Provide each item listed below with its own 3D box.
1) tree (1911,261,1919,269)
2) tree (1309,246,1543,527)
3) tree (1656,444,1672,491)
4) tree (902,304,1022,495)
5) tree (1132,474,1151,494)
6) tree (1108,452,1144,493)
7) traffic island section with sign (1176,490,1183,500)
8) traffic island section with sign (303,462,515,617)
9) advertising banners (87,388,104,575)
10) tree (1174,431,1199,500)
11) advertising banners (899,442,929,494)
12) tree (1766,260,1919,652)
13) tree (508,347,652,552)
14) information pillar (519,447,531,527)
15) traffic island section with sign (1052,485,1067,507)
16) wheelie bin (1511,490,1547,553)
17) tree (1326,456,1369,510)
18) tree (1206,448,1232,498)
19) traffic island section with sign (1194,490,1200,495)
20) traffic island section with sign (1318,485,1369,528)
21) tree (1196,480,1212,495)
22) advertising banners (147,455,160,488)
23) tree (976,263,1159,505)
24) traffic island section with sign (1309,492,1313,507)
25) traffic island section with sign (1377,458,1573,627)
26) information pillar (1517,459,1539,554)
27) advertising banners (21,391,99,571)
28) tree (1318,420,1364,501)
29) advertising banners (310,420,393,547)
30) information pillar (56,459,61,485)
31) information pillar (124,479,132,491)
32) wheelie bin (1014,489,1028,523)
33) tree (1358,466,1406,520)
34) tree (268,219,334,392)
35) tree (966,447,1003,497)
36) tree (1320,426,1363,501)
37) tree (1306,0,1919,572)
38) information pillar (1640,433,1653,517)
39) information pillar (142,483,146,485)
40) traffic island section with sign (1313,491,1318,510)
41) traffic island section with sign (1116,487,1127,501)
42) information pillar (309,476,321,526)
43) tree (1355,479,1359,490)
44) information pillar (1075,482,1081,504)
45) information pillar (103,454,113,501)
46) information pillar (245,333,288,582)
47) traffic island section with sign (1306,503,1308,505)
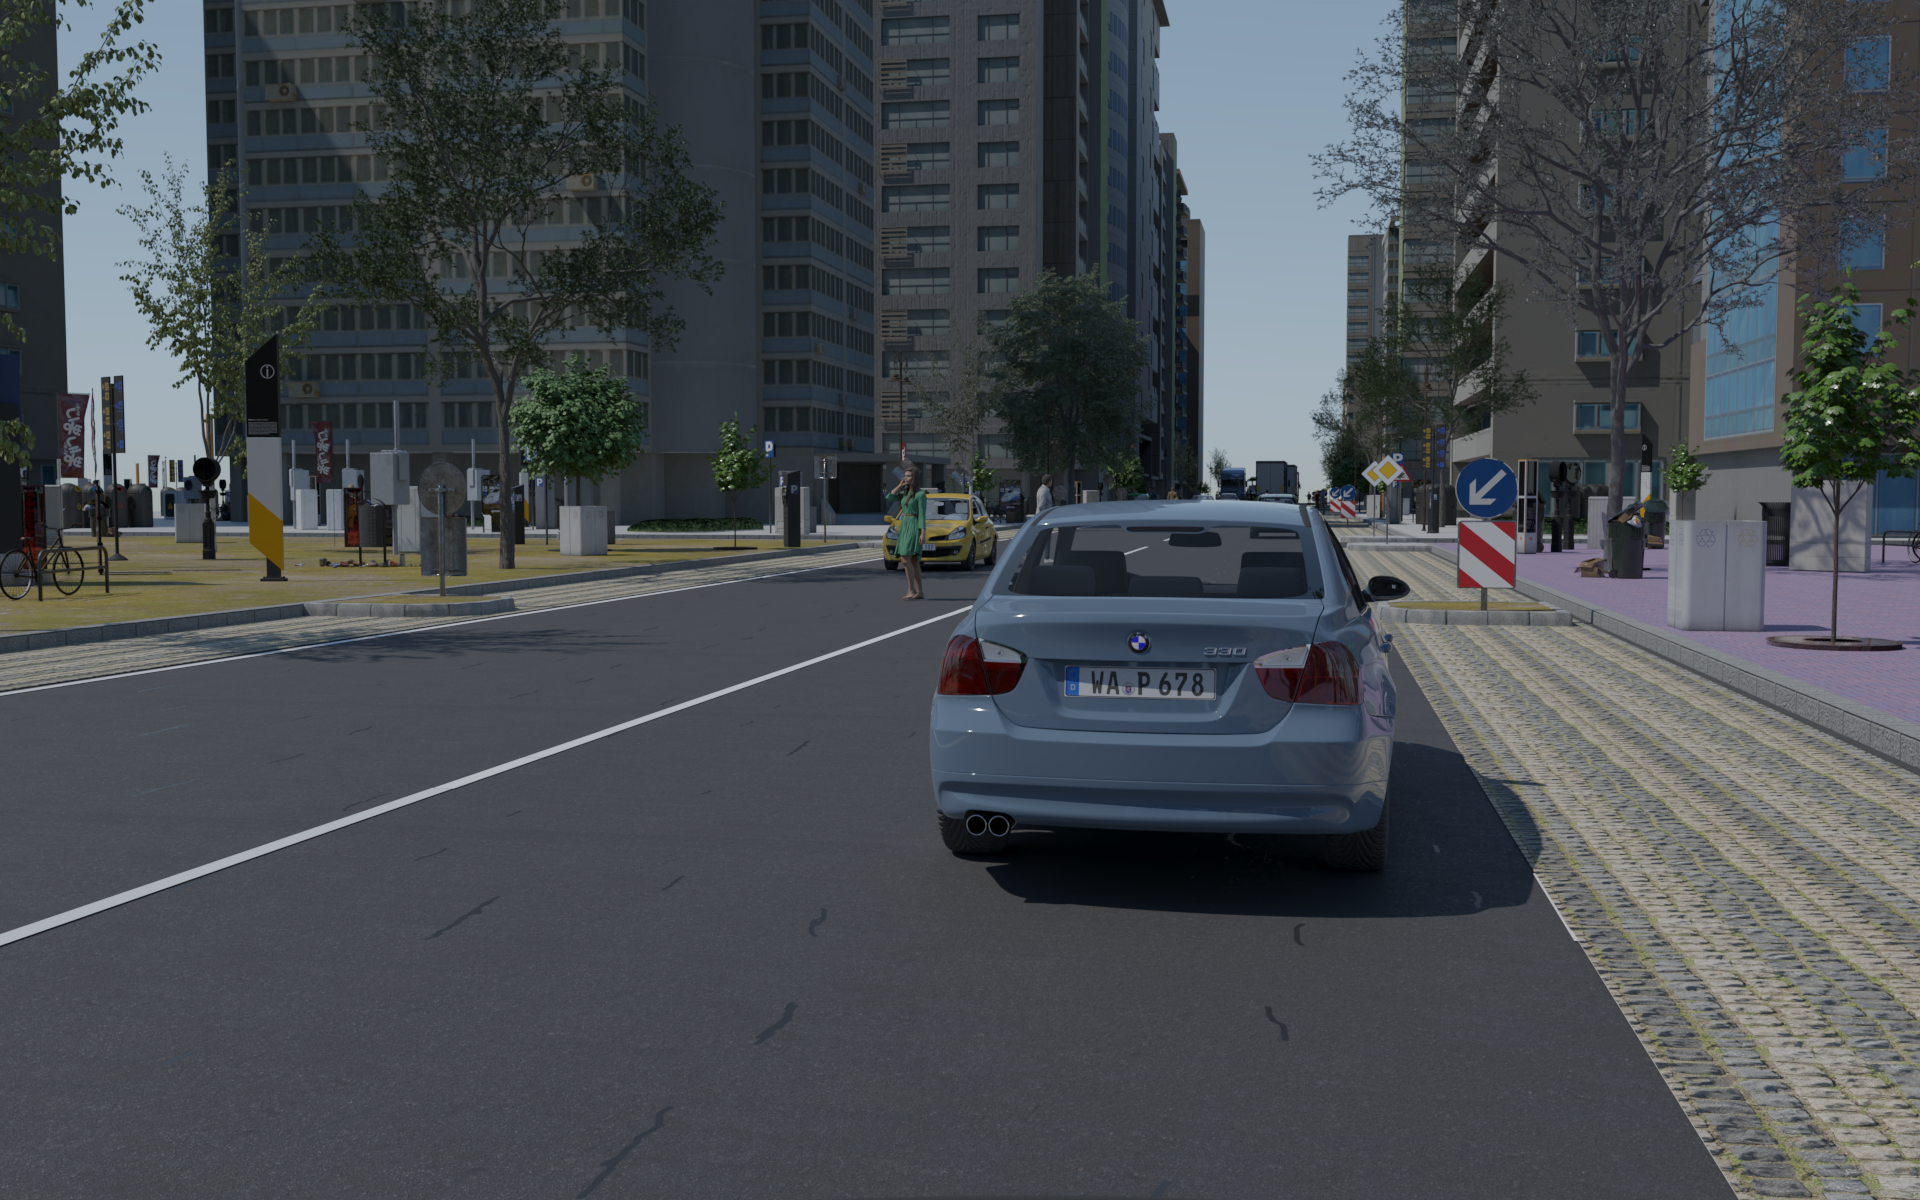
[{"bbox_3d":[21.830,-5.202,35.408,4.737,8.622,4.395,0,3,0],"label":"tree"},{"bbox_3d":[18.257,-8.060,66.186,7.601,10.594,8.767,-3,4,-37],"label":"tree"},{"bbox_3d":[24.080,-3.854,57.621,1.663,3.219,1.824,0,3,0],"label":"tree"},{"bbox_3d":[0.187,-7.114,66.675,4.360,8.622,3.978,0,3,0],"label":"tree"},{"bbox_3d":[14.798,-8.971,141.275,1.663,3.219,1.824,0,3,0],"label":"tree"},{"bbox_3d":[11.857,-8.673,125.509,4.285,4.588,4.351,0,3,0],"label":"tree"},{"bbox_3d":[19.284,-8.786,152.281,1.989,1.847,2.006,1,4,11],"label":"traffic island section with sign"},{"bbox_3d":[-6.528,-0.754,20.961,1.989,1.847,2.006,1,4,11],"label":"traffic island section with sign"},{"bbox_3d":[-14.007,-1.952,28.099,0.090,3.025,2.074,-2,4,-28],"label":"advertising banners"},{"bbox_3d":[25.971,-15.410,202.311,4.360,8.622,3.978,0,3,0],"label":"tree"},{"bbox_3d":[-1.542,-3.747,57.453,0.090,3.025,2.074,-2,4,-29],"label":"advertising banners"},{"bbox_3d":[7.273,-1.212,14.422,1.663,3.219,1.824,0,3,0],"label":"tree"},{"bbox_3d":[-8.623,-3.388,39.115,4.285,4.588,4.351,0,3,0],"label":"tree"},{"bbox_3d":[-16.824,-4.617,66.835,0.183,3.616,0.504,1,4,20],"label":"information pillar"},{"bbox_3d":[4.412,-4.158,76.610,1.989,1.847,2.006,1,4,11],"label":"traffic island section with sign"},{"bbox_3d":[12.445,-1.837,37.945,0.693,1.594,0.980,0,4,7],"label":"wheelie bin"},{"bbox_3d":[32.652,-9.798,143.908,4.285,4.588,4.351,0,3,0],"label":"tree"},{"bbox_3d":[42.755,-20.340,282.913,4.737,8.622,4.395,0,3,0],"label":"tree"},{"bbox_3d":[24.571,-10.432,179.185,1.989,1.847,2.006,1,4,11],"label":"traffic island section with sign"},{"bbox_3d":[16.528,-4.021,74.366,1.989,1.847,2.006,1,4,11],"label":"traffic island section with sign"},{"bbox_3d":[31.626,-14.240,227.420,1.663,3.219,1.824,0,3,0],"label":"tree"},{"bbox_3d":[-36.491,-4.924,76.698,2.074,3.025,0.090,-3,4,-38],"label":"advertising banners"},{"bbox_3d":[5.986,-11.525,95.085,9.857,13.997,8.962,0,3,0],"label":"tree"},{"bbox_3d":[31.352,-8.636,149.820,1.989,1.847,2.006,1,4,11],"label":"traffic island section with sign"},{"bbox_3d":[5.796,-0.678,19.709,1.989,1.847,2.006,1,4,11],"label":"traffic island section with sign"},{"bbox_3d":[12.093,-1.983,36.908,0.304,2.012,0.304,-1,4,-15],"label":"information pillar"},{"bbox_3d":[-15.867,-2.035,29.453,2.074,3.025,0.090,-3,5,-41],"label":"advertising banners"},{"bbox_3d":[38.047,-13.524,171.477,4.737,8.622,4.395,0,3,0],"label":"tree"},{"bbox_3d":[-14.644,-2.795,41.880,2.074,3.025,0.090,-3,5,-41],"label":"advertising banners"},{"bbox_3d":[-51.123,-6.534,98.184,0.183,3.616,0.504,-1,4,-8],"label":"information pillar"},{"bbox_3d":[-40.007,-4.822,83.324,0.304,2.012,0.304,-1,4,-10],"label":"information pillar"},{"bbox_3d":[2.611,-4.237,77.177,0.693,1.594,0.980,1,4,15],"label":"wheelie bin"},{"bbox_3d":[21.381,-5.648,86.948,1.663,3.219,1.824,0,3,0],"label":"tree"},{"bbox_3d":[-16.253,-5.357,37.943,4.737,8.622,4.395,0,3,0],"label":"tree"},{"bbox_3d":[0.659,-4.625,70.221,1.663,3.219,1.824,0,3,0],"label":"tree"},{"bbox_3d":[39.620,-14.072,180.444,4.360,8.622,3.978,0,3,0],"label":"tree"},{"bbox_3d":[11.028,-7.234,28.650,12.009,13.543,11.850,0,3,0],"label":"tree"},{"bbox_3d":[26.256,-4.582,66.271,0.183,3.616,0.504,-1,4,-22],"label":"information pillar"},{"bbox_3d":[-54.869,-6.845,116.399,0.304,2.012,0.304,-2,4,-28],"label":"information pillar"},{"bbox_3d":[21.730,-5.638,100.816,1.989,1.847,2.006,1,4,11],"label":"traffic island section with sign"},{"bbox_3d":[9.685,-5.801,103.473,1.989,1.847,2.006,1,4,11],"label":"traffic island section with sign"},{"bbox_3d":[-25.961,-3.989,69.716,0.304,2.012,0.304,1,4,12],"label":"information pillar"},{"bbox_3d":[27.477,-7.509,117.371,1.663,3.219,1.824,0,3,0],"label":"tree"},{"bbox_3d":[6.999,-5.999,102.579,0.304,2.012,0.304,-1,4,-15],"label":"information pillar"},{"bbox_3d":[-37.505,-5.194,76.273,0.183,3.616,0.504,1,4,15],"label":"information pillar"},{"bbox_3d":[-10.169,-2.080,25.359,0.504,3.616,0.183,0,4,-1],"label":"information pillar"},{"bbox_3d":[36.649,-10.286,176.810,1.989,1.847,2.006,1,4,11],"label":"traffic island section with sign"}]
